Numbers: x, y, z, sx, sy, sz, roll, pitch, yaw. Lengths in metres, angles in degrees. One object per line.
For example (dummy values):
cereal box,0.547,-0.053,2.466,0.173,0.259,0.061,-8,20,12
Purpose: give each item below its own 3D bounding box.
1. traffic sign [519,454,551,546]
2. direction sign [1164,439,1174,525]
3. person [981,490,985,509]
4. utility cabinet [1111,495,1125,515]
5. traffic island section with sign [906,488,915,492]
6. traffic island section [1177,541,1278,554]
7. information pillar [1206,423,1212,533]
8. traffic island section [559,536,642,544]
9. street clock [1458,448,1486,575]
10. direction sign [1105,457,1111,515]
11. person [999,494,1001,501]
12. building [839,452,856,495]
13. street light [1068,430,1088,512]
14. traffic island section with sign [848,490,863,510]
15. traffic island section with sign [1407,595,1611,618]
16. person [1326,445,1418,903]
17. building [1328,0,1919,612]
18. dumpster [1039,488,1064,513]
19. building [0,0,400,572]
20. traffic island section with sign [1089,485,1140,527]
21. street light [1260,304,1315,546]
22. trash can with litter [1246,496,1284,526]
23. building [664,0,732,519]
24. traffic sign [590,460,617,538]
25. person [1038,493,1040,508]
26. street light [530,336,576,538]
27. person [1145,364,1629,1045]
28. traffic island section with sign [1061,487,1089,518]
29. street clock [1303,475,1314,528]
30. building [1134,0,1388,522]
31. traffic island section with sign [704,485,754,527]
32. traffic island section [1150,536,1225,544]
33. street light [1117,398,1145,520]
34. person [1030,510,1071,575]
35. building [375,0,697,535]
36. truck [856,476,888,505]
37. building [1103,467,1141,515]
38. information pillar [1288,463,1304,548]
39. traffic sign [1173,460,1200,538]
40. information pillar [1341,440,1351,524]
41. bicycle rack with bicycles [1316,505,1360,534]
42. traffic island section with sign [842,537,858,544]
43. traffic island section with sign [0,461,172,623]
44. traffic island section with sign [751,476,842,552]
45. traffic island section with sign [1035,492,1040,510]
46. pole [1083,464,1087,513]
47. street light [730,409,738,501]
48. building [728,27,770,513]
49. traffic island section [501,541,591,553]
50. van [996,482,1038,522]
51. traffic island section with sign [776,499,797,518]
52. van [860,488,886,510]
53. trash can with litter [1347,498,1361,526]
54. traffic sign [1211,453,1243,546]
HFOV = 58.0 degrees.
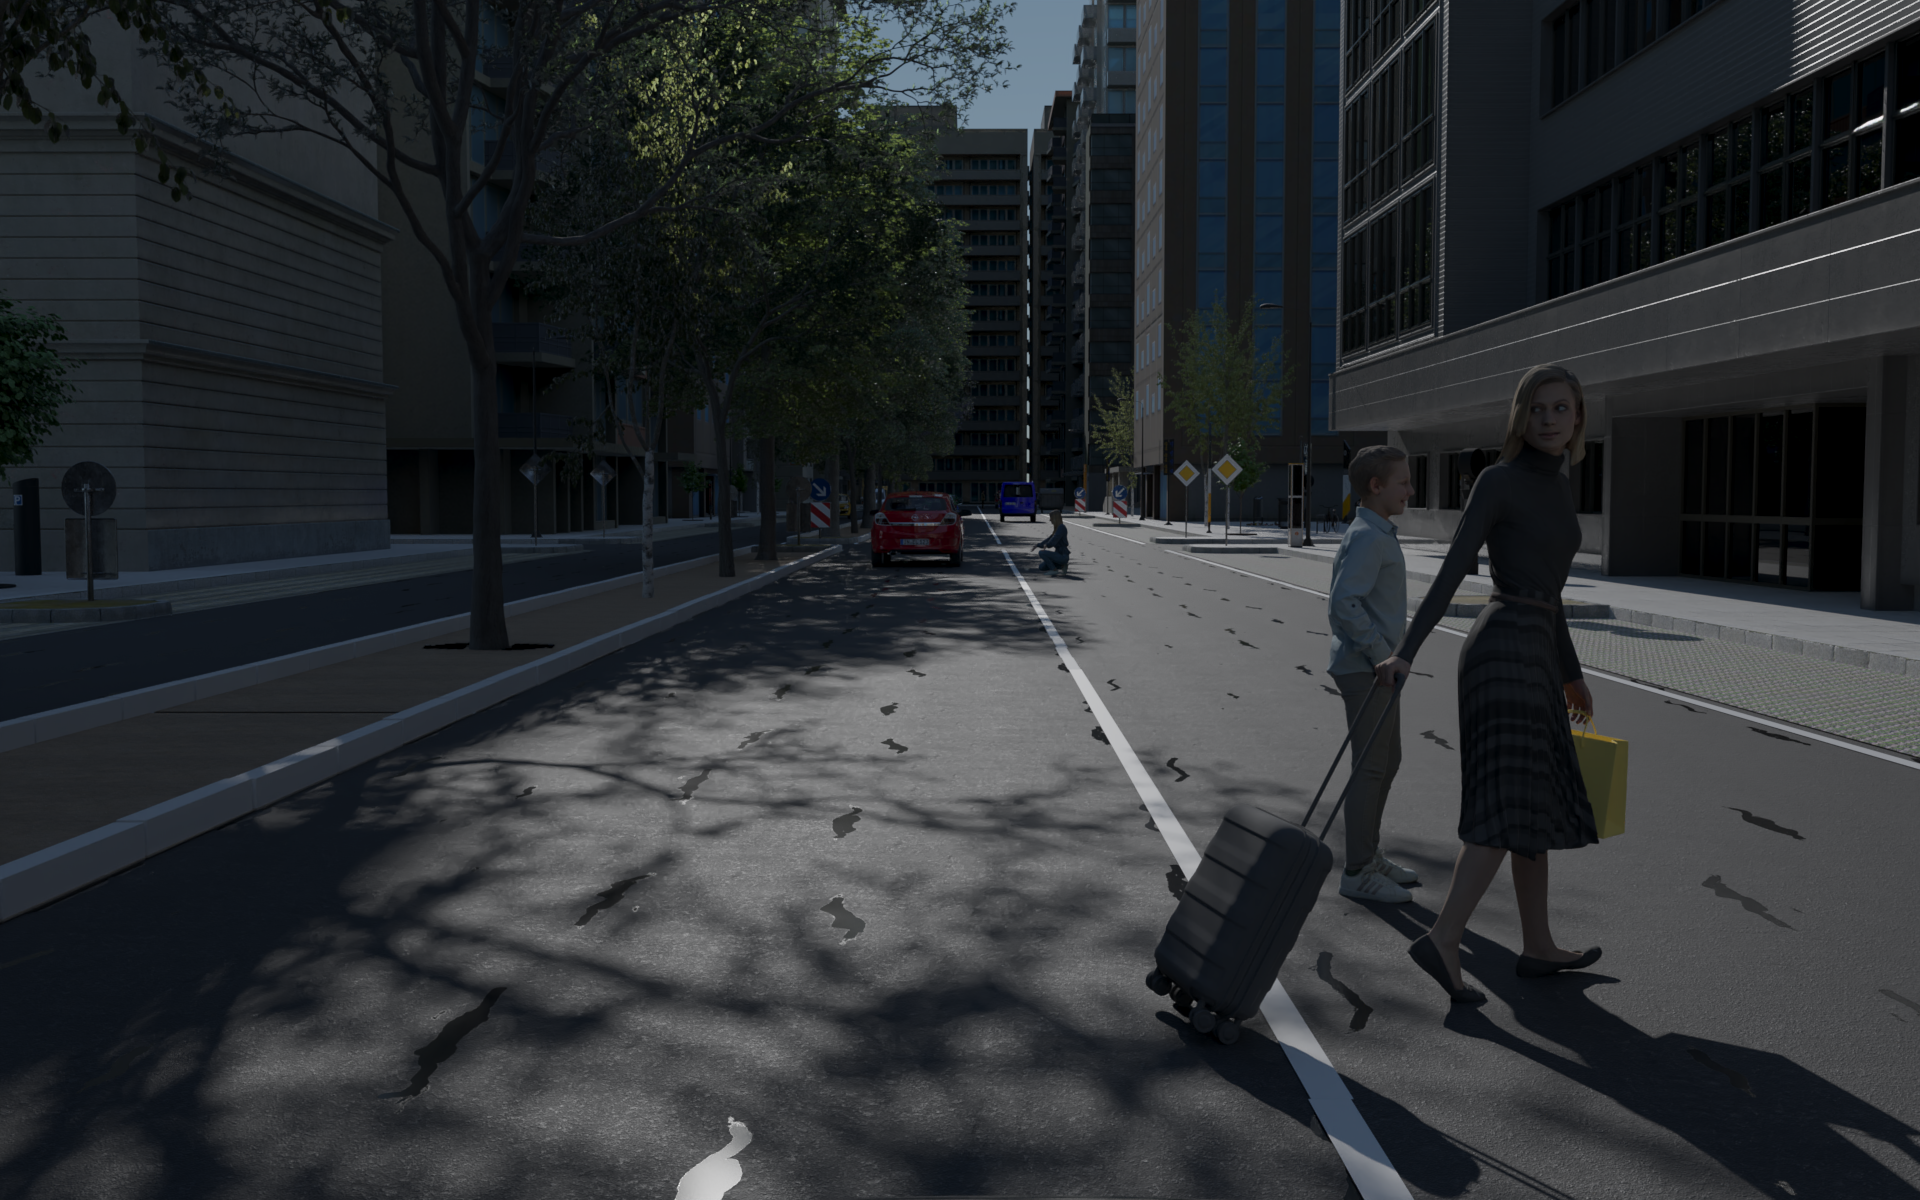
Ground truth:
traffic sign,-10.511,-2.400,42.882,0.795,2.450,0.064,0,4,0
direction sign,8.597,-4.855,71.379,0.379,3.537,0.876,-1,4,-20
person,2.270,-9.814,169.055,0.705,1.812,1.348,0,4,-3
utility cabinet,9.450,-5.800,103.509,0.318,1.500,1.173,-1,4,-23
traffic island section with sign,-3.598,-7.190,125.685,2.006,1.907,1.989,0,4,0
traffic island section,6.606,-1.257,42.839,2.009,0.180,2.903,0,4,0
information pillar,8.187,-4.003,56.802,0.183,3.616,0.504,0,4,7
traffic island section,-10.488,-1.752,50.929,2.009,0.180,2.903,0,4,0
street clock,8.133,-1.405,27.547,0.471,2.002,0.358,-3,5,-42
direction sign,9.153,-7.046,107.196,0.379,3.537,0.876,1,4,18
person,2.801,-6.285,112.104,0.563,1.720,0.643,-1,4,-18
building,-18.909,-31.288,195.150,14.086,41.232,14.154,0,4,0
street light,8.552,-9.365,125.664,1.470,5.913,1.316,0,4,0
traffic island section with sign,-9.569,-8.856,153.429,1.989,1.847,2.006,0,4,0
traffic island section with sign,6.488,-0.746,20.832,1.989,1.847,2.006,0,4,0
person,1.474,0.253,6.171,0.330,1.601,0.589,2,4,27
building,15.831,-12.704,26.775,14.314,24.678,30.058,0,4,0
dumpster,6.785,-7.368,128.675,1.865,1.857,1.264,0,4,0
building,-30.284,-13.189,34.728,34.723,24.649,14.460,0,4,0
traffic island section with sign,6.813,-4.100,75.663,1.989,1.847,2.006,0,4,0
street light,8.011,-4.273,42.401,1.470,5.913,1.316,0,4,0
trash can with litter,12.473,-3.632,70.448,2.233,1.210,1.678,-3,4,-38
building,-20.656,-27.261,95.822,14.600,45.320,14.200,0,4,0
traffic sign,-10.464,-2.888,50.867,0.795,2.450,0.064,0,4,0
person,7.531,-9.378,161.823,0.705,1.826,1.348,-2,4,-35
street light,-11.939,-4.790,50.860,1.470,5.913,1.316,0,4,0
person,1.268,0.232,4.920,1.509,1.804,0.699,-1,4,-12
traffic island section with sign,6.958,-5.749,102.618,1.989,1.847,2.006,0,4,0
street clock,13.105,-3.715,65.306,0.358,2.002,0.471,-2,4,-33
building,16.269,-26.628,85.485,14.600,45.320,14.200,0,4,0
traffic island section with sign,-10.019,-4.092,75.530,1.989,1.847,2.006,0,4,0
traffic island section,6.653,-1.746,50.824,2.009,0.180,2.903,0,4,0
street light,8.337,-6.834,84.273,1.470,5.913,1.316,0,4,0
person,1.594,-1.015,30.600,0.738,1.151,1.012,0,4,4
building,-22.468,-25.183,66.370,22.147,44.769,28.867,0,4,0
truck,-6.725,-9.050,143.889,3.469,3.379,9.791,0,4,0
building,26.056,-25.734,112.630,32.217,40.220,23.993,0,4,0
information pillar,8.054,-2.266,41.548,0.304,2.012,0.304,0,4,-3
traffic sign,6.629,-2.881,50.747,0.795,2.450,0.064,0,4,0
information pillar,16.731,-5.113,74.945,0.183,3.616,0.504,-1,4,-20
bicycle rack with bicycles,12.871,-2.652,56.745,2.852,0.926,2.925,1,4,20
traffic island section with sign,-4.031,-2.594,50.547,2.006,1.907,1.989,0,4,0
traffic island section with sign,-10.344,-0.698,20.048,1.989,1.847,2.006,0,4,0
traffic island section with sign,-4.084,-2.141,43.140,2.006,1.907,1.989,0,4,0
traffic island section with sign,7.430,-10.486,180.081,1.989,1.847,2.006,0,4,0
pole,8.569,-7.628,118.560,0.158,3.312,0.155,0,3,0
street light,-11.730,-7.342,92.582,1.470,5.913,1.316,0,4,0
building,-20.510,-26.572,118.048,14.154,41.232,14.086,0,4,0
traffic island section,-10.535,-1.264,42.944,2.009,0.180,2.903,0,4,0
van,3.004,-5.253,90.268,2.240,2.365,5.245,0,4,1
traffic island section with sign,-9.853,-5.756,102.738,1.989,1.847,2.006,0,4,0
van,-5.854,-6.889,119.644,2.013,2.044,4.112,0,4,-1
trash can with litter,16.055,-3.583,69.967,0.624,1.170,1.055,-2,4,-29
traffic sign,6.582,-2.393,42.762,0.795,2.450,0.064,0,4,0
